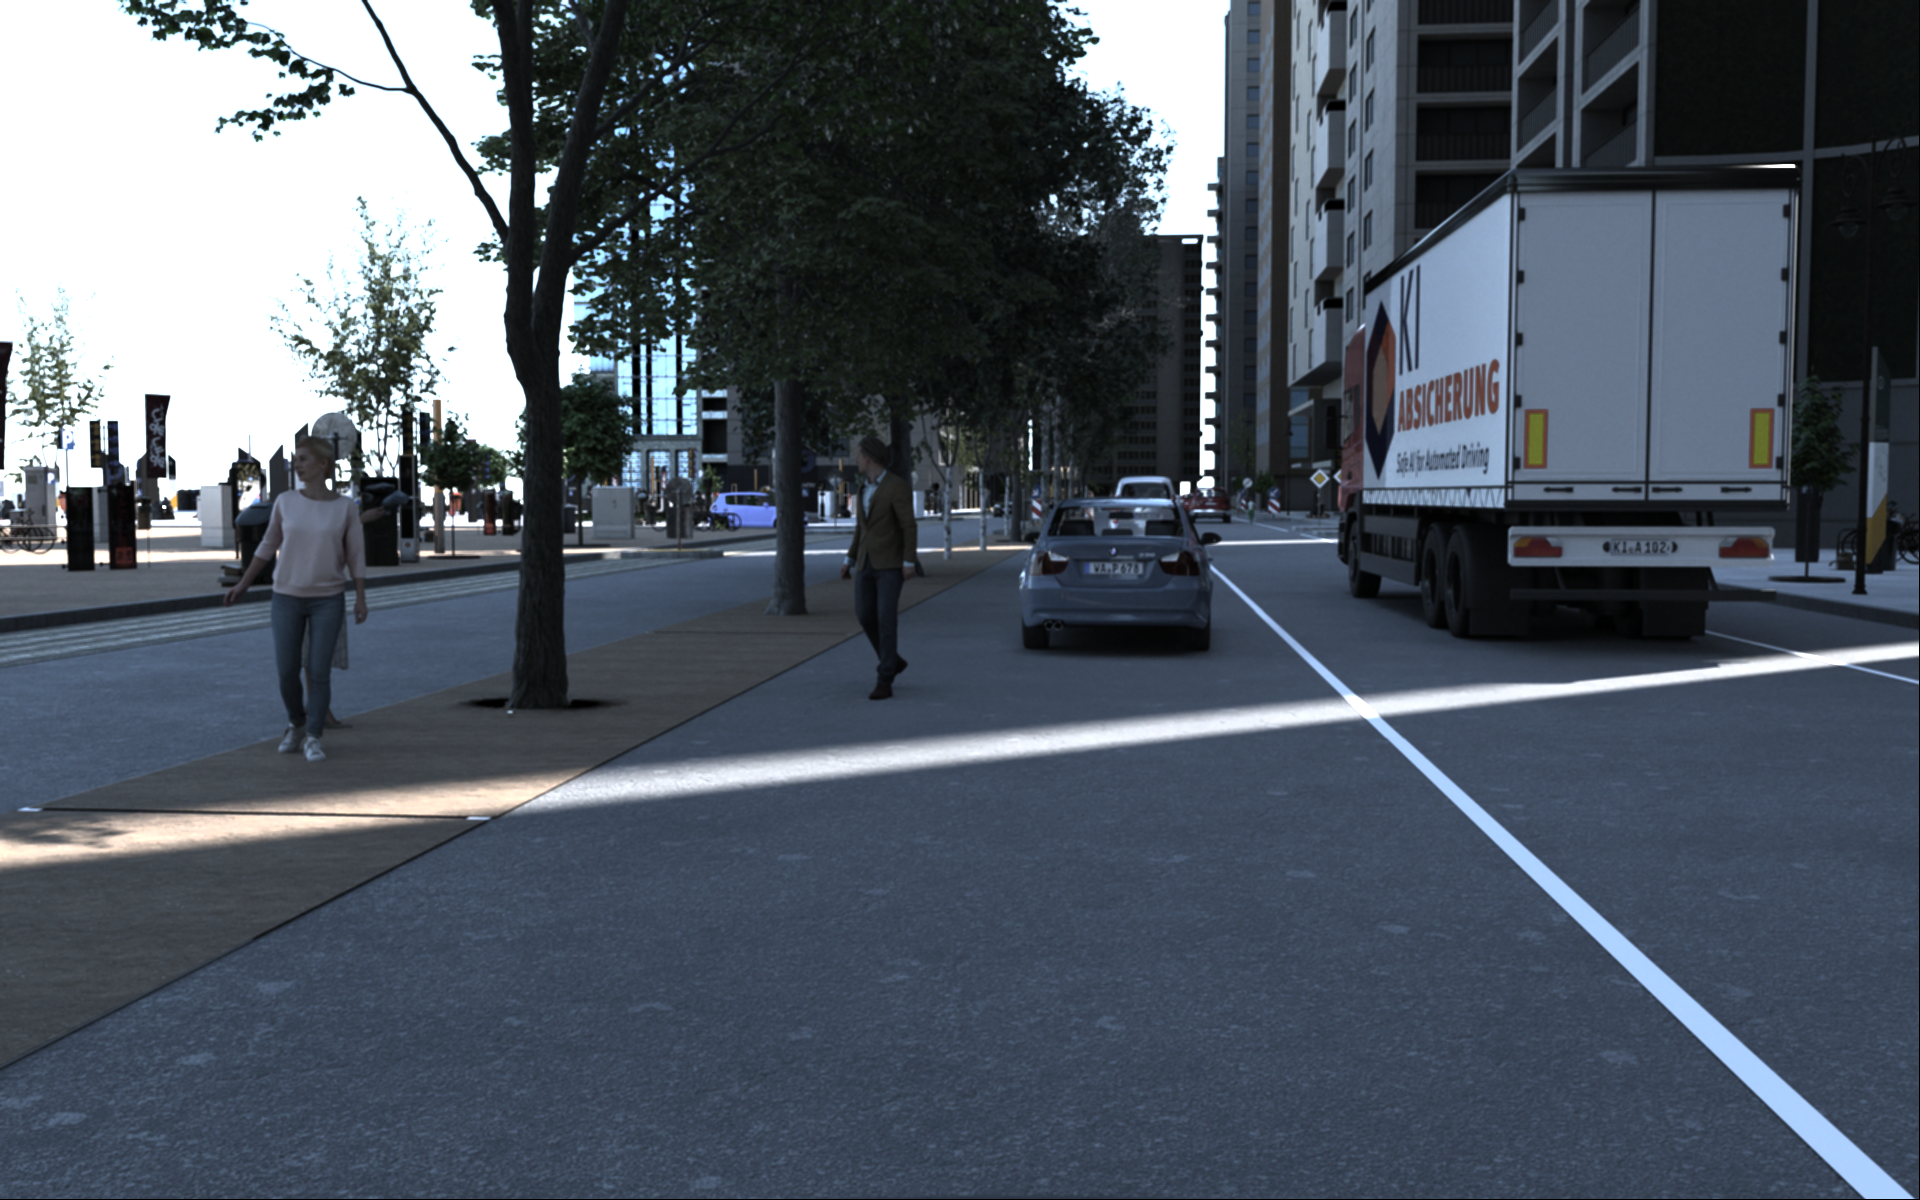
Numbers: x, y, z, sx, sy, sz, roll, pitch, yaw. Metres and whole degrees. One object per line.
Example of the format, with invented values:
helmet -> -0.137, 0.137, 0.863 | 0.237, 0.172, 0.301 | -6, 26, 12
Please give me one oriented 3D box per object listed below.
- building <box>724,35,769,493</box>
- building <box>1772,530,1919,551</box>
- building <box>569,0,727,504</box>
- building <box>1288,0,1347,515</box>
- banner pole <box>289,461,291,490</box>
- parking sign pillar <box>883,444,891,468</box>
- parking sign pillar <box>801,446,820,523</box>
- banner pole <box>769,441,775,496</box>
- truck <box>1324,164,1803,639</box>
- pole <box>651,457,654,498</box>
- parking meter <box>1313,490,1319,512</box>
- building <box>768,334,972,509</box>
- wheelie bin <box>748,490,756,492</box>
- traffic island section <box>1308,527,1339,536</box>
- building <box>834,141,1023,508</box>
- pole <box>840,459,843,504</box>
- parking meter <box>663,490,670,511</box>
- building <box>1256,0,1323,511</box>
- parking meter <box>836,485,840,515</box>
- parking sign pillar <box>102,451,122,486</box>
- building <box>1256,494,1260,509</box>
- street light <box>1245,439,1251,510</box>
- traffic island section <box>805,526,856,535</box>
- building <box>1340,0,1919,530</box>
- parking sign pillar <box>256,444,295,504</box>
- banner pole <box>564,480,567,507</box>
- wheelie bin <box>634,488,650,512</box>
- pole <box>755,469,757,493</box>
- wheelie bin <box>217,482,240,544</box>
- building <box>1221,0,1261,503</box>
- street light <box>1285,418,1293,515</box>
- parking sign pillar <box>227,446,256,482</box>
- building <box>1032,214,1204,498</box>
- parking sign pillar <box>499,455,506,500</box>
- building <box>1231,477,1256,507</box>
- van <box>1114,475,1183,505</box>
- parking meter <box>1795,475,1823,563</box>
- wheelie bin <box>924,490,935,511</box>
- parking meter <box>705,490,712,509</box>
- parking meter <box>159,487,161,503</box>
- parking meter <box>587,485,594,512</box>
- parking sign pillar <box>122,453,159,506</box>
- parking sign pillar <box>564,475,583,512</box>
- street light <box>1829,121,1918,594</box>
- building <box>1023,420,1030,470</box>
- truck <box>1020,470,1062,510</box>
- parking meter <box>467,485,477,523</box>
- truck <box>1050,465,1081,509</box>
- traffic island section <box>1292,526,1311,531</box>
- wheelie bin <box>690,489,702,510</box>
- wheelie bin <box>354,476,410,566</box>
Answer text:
building -> -8.666, -43.821, 154.721 | 20.563, 71.187, 20.611 | 0, 4, 6
building -> 24.594, -36.993, 43.091 | 20.563, 71.187, 20.611 | 0, 4, 6
building -> -41.418, -56.939, 243.626 | 31.000, 86.520, 22.319 | 0, 4, 6
building -> 34.711, -31.518, 104.559 | 28.713, 52.752, 27.495 | 0, 4, 6
banner pole -> -44.942, -7.681, 115.595 | 0.863, 3.779, 0.401 | 0, 4, 2
parking sign pillar -> -4.113, -6.181, 89.527 | 1.447, 3.967, 1.447 | -1, 4, -18
parking sign pillar -> -6.924, -5.373, 76.326 | 1.447, 3.967, 1.447 | -2, 4, -28
banner pole -> -8.865, -5.639, 82.217 | 0.401, 3.779, 0.863 | -3, 5, -44
truck -> 6.338, -1.928, 20.436 | 2.839, 4.237, 11.283 | 0, 4, 4
pole -> -17.089, -6.266, 96.288 | 0.158, 3.312, 0.155 | 0, 3, 0
parking meter -> 25.086, -6.947, 121.997 | 0.372, 1.533, 0.369 | 0, 3, 0
building -> -7.017, -45.075, 175.231 | 20.563, 71.187, 20.611 | 0, 4, 6
wheelie bin -> -16.761, -8.041, 139.376 | 0.980, 1.594, 0.693 | -2, 4, -32
traffic island section -> 13.332, -2.313, 60.102 | 2.009, 0.180, 2.903 | 0, 4, 6
building -> -3.102, -47.149, 209.142 | 20.611, 71.187, 20.563 | 0, 4, 6
pole -> -6.878, -6.517, 100.397 | 0.158, 3.312, 0.155 | 0, 3, 0
parking meter -> -16.661, -5.498, 98.301 | 0.372, 1.533, 0.369 | 0, 3, 0
building -> 30.589, -29.604, 134.134 | 14.600, 45.320, 14.200 | 0, 4, 6
parking meter -> -7.521, -6.273, 108.281 | 0.399, 1.863, 0.255 | -3, 5, -42
parking sign pillar -> -52.964, -7.339, 108.460 | 1.447, 3.967, 1.447 | -3, 4, -38
building -> 33.975, -28.949, 156.912 | 14.154, 41.232, 14.086 | 0, 4, 6
street light -> 23.545, -10.341, 141.866 | 0.468, 5.910, 1.993 | 0, 4, 6
traffic island section -> -4.470, -2.422, 61.883 | 2.009, 0.180, 2.903 | 0, 4, 6
building -> 28.671, -38.992, 75.772 | 20.611, 71.187, 20.563 | 0, 4, 6
parking sign pillar -> -36.634, -6.404, 93.171 | 1.447, 3.967, 1.447 | 3, 4, 37
banner pole -> -32.474, -9.258, 141.382 | 0.401, 3.779, 0.863 | 3, 5, 41
wheelie bin -> -16.817, -5.107, 91.399 | 0.693, 1.594, 0.980 | -3, 5, -42
pole -> -16.652, -9.024, 141.393 | 0.158, 3.312, 0.155 | 0, 3, 0
wheelie bin -> -18.749, -2.249, 44.672 | 0.980, 1.594, 0.693 | -2, 4, -30
building -> 41.109, -40.317, 201.188 | 21.231, 58.520, 28.212 | 0, 4, 6
street light -> 19.875, -8.067, 104.686 | 0.468, 5.910, 1.993 | 0, 4, 6
parking sign pillar -> -39.924, -6.653, 97.242 | 1.447, 3.967, 1.447 | 0, 4, 3
building -> 22.005, -33.717, 243.153 | 23.993, 40.220, 32.217 | 0, 4, 6
parking sign pillar -> -31.313, -7.956, 118.551 | 1.447, 3.967, 1.447 | -1, 4, -12
building -> 44.194, -29.550, 175.022 | 32.217, 40.220, 23.993 | 0, 4, 6
van -> 4.534, -2.190, 42.822 | 2.013, 2.044, 4.112 | 0, 4, 4
parking meter -> 15.959, -1.641, 32.547 | 0.399, 1.863, 0.255 | 3, 5, 44
wheelie bin -> -2.346, -7.696, 133.742 | 0.980, 1.594, 0.693 | 1, 4, 16
parking meter -> -13.911, -5.347, 95.840 | 0.372, 1.533, 0.369 | 0, 3, 0
parking meter -> -64.492, -8.170, 139.288 | 0.255, 1.863, 0.399 | 0, 4, -7
parking meter -> -23.147, -6.282, 108.425 | 0.399, 1.863, 0.255 | -2, 4, -33
parking sign pillar -> -42.238, -6.207, 89.949 | 1.447, 3.967, 1.447 | 1, 4, 12
parking sign pillar -> -27.984, -8.359, 125.149 | 1.447, 3.967, 1.447 | 2, 4, 30
street light -> 11.534, -3.012, 22.027 | 0.468, 5.910, 1.993 | 0, 4, 6
building -> 2.152, -35.858, 236.393 | 14.200, 45.320, 14.600 | 0, 4, 6
truck -> 6.605, -8.796, 139.739 | 3.469, 3.379, 9.791 | 0, 4, 7
parking meter -> -21.727, -4.372, 77.185 | 0.255, 1.863, 0.399 | 3, 5, 40
truck -> 10.129, -10.890, 166.968 | 2.839, 4.237, 11.283 | 0, 4, 7
traffic island section -> 14.127, -2.799, 68.047 | 2.009, 0.180, 2.903 | 0, 4, 6
wheelie bin -> -15.350, -5.680, 100.777 | 0.693, 1.594, 0.980 | -2, 4, -28
wheelie bin -> -10.325, -1.407, 30.915 | 0.980, 1.594, 0.693 | -1, 4, -20
